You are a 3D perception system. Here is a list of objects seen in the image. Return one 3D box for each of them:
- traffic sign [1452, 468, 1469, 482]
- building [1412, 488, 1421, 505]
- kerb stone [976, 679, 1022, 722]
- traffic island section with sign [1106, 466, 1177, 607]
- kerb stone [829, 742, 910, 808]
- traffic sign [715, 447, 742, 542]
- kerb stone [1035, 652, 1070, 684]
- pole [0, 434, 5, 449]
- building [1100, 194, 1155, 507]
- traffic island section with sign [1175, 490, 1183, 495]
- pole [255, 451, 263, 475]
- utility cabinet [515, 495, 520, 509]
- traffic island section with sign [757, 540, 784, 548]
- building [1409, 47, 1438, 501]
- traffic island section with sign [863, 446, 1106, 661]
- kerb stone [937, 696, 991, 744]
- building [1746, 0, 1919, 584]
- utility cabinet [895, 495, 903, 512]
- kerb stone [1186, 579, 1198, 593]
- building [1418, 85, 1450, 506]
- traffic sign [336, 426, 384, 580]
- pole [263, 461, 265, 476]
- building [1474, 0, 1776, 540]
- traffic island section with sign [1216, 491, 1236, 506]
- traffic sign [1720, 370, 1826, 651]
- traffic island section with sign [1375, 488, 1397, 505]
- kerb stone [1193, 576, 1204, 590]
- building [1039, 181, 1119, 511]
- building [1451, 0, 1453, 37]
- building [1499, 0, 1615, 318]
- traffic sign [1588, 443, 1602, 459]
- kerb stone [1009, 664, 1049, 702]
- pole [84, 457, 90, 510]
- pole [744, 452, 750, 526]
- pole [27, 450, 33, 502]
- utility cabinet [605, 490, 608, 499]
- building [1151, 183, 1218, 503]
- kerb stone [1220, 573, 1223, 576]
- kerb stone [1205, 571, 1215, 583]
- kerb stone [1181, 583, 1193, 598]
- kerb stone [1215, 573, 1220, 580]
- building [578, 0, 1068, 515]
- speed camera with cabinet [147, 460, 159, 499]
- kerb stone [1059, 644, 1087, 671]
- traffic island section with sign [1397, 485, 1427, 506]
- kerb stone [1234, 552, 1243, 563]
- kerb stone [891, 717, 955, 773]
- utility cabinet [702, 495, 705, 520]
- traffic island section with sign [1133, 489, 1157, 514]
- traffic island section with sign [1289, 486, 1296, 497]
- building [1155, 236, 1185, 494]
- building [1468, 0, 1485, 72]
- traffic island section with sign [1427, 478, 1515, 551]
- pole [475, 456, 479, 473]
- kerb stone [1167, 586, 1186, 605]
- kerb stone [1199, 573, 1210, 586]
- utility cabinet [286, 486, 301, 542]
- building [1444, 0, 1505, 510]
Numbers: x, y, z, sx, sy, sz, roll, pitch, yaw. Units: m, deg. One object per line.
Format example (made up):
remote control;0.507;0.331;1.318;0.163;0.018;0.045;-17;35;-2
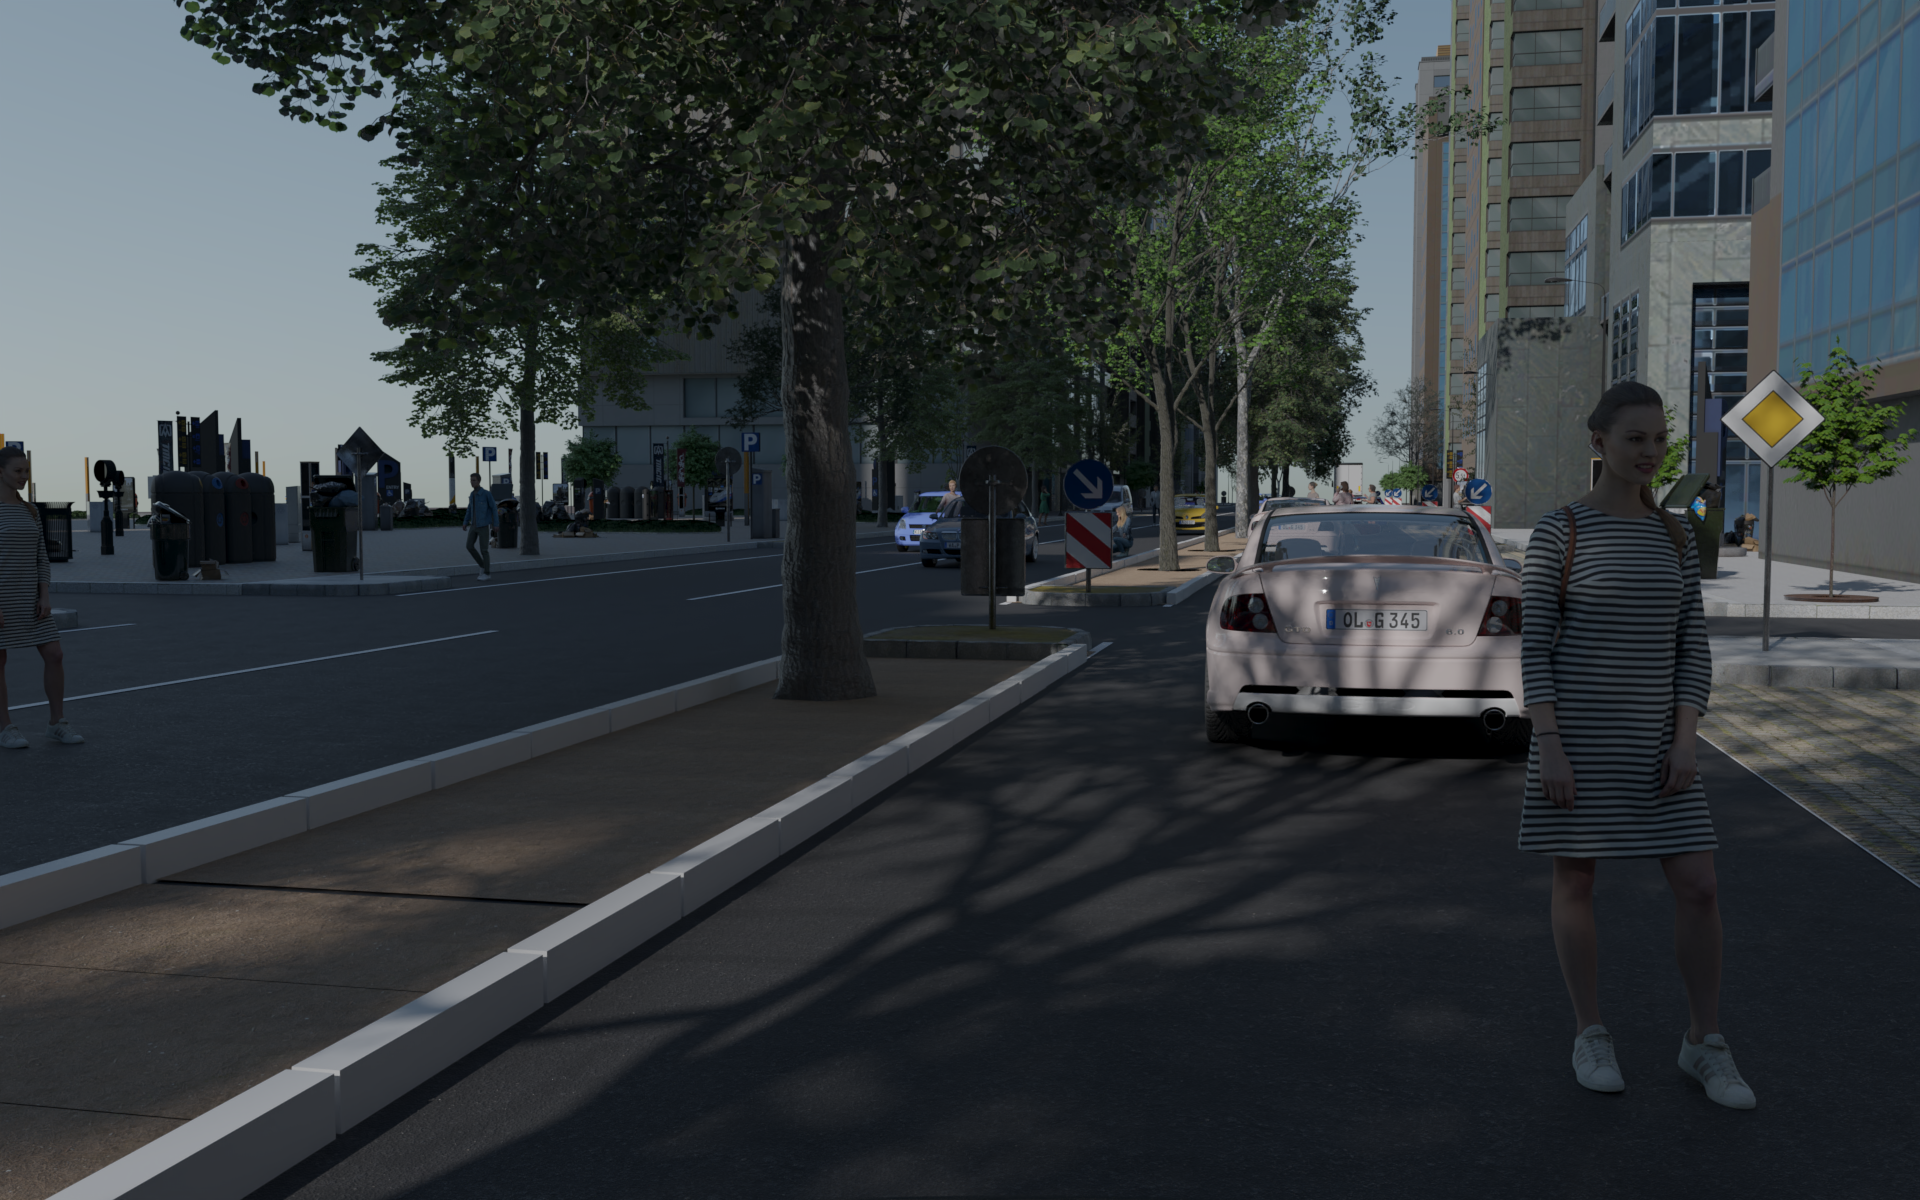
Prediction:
traffic sign;24.186;-5.114;83.722;0.768;2.556;0.104;1;4;18
building;70.882;-31.488;206.716;32.217;40.220;23.993;1;4;13
kerb stone;0.239;0.663;11.360;0.120;0.150;1.000;1;4;13
traffic island section with sign;1.809;-0.914;23.078;2.006;1.907;1.989;1;4;13
kerb stone;-0.438;0.846;8.363;0.120;0.150;1.000;1;4;13
traffic sign;-6.231;-2.841;46.555;0.768;2.556;0.104;1;4;13
kerb stone;0.689;0.540;13.371;0.120;0.150;1.000;1;4;13
pole;-32.253;-3.948;58.392;0.158;3.312;0.155;0;3;0
building;10.413;-24.056;165.023;14.160;30.474;14.107;1;4;13
traffic island section with sign;18.919;-8.623;149.609;1.989;1.847;2.006;1;4;13
pole;-33.448;-5.420;82.459;0.158;3.312;0.155;0;3;0
utility cabinet;-21.370;-4.486;84.508;0.306;1.237;1.020;-3;5;-39
traffic island section with sign;-4.230;-2.334;46.796;1.989;1.847;2.006;1;4;13
building;71.686;-42.257;232.898;21.231;58.520;28.212;1;4;13
traffic island section with sign;0.173;-0.472;15.853;2.006;1.907;1.989;1;4;13
kerb stone;0.013;0.724;10.362;0.120;0.150;1.000;1;4;13
building;20.839;-22.907;24.648;14.200;45.320;14.600;1;4;13
utility cabinet;-3.539;-4.982;92.620;1.020;1.237;0.306;-2;4;-31
kerb stone;3.289;-0.167;24.930;0.120;0.150;1.000;1;4;13
building;57.900;-33.014;189.896;14.600;45.320;14.200;1;4;13
traffic sign;-8.924;-1.354;25.775;0.795;2.450;0.064;1;4;13
pole;-42.968;-6.919;106.966;0.158;3.312;0.155;0;3;0
building;29.464;-45.332;53.856;22.319;86.520;31.000;1;4;13
traffic island section with sign;31.038;-11.914;203.427;1.989;1.847;2.006;1;4;13
traffic sign;6.581;-0.639;14.092;0.795;2.450;0.064;1;4;13
traffic island section with sign;35.837;-8.367;145.434;1.989;1.847;2.006;1;4;13
kerb stone;3.516;-0.229;25.932;0.120;0.150;1.000;1;4;13
building;0.414;-32.067;143.904;23.786;49.044;30.456;1;4;13
building;53.033;-37.155;149.477;21.231;58.520;28.212;1;4;13
building;33.948;-19.212;85.818;14.160;30.474;14.107;1;4;13
traffic sign;8.335;-1.116;21.883;0.795;2.450;0.064;1;4;13
kerb stone;0.472;0.601;12.365;0.120;0.150;1.000;1;4;13
pole;-48.099;-6.216;95.477;0.158;3.312;0.155;0;3;0
pole;-8.612;-4.654;69.941;0.158;3.312;0.155;0;3;0
pole;-43.277;-5.306;80.599;0.158;3.312;0.155;0;3;0
utility cabinet;-19.465;-5.471;98.126;1.173;1.500;0.318;-2;4;-25
building;24.365;-42.690;239.981;21.231;58.520;28.212;1;4;13
kerb stone;4.417;-0.473;29.938;0.120;0.150;1.000;1;4;13
kerb stone;3.975;-0.347;27.937;0.120;0.150;1.000;1;4;13
kerb stone;3.076;-0.103;23.930;0.120;0.150;1.000;1;4;13
kerb stone;4.200;-0.408;28.934;0.120;0.150;1.000;1;4;13
building;-7.650;-32.215;115.957;28.713;52.752;27.495;1;4;13
speed camera with cabinet;-38.947;-5.557;85.197;0.660;3.252;2.038;1;4;21
kerb stone;0.918;0.482;14.371;0.120;0.150;1.000;1;4;13
traffic island section with sign;18.939;-3.777;70.384;1.989;1.847;2.006;1;4;13
kerb stone;5.995;-0.901;36.925;0.120;0.150;1.000;1;4;13
kerb stone;-0.209;0.785;9.364;0.120;0.150;1.000;1;4;13
utility cabinet;-12.305;-4.599;86.363;1.020;1.237;0.306;-2;4;-25
traffic island section with sign;12.921;-6.992;122.948;1.989;1.847;2.006;1;4;13
traffic island section with sign;18.305;-5.398;96.390;2.006;1.907;1.989;1;4;13
building;17.280;-25.686;191.662;14.160;30.474;14.107;1;4;13
building;41.578;-28.504;116.148;14.600;45.320;14.200;1;4;13
traffic island section with sign;13.023;-2.169;44.084;1.989;1.847;2.006;1;4;13
pole;-25.901;-6.066;93.016;0.158;3.312;0.155;0;3;0
kerb stone;2.847;-0.045;22.926;0.120;0.150;1.000;1;4;13
kerb stone;3.743;-0.290;26.937;0.120;0.150;1.000;1;4;13
utility cabinet;-17.747;-2.288;46.095;0.318;1.500;1.173;-1;4;-18
building;43.937;-27.316;130.213;14.154;41.232;14.086;1;4;13
